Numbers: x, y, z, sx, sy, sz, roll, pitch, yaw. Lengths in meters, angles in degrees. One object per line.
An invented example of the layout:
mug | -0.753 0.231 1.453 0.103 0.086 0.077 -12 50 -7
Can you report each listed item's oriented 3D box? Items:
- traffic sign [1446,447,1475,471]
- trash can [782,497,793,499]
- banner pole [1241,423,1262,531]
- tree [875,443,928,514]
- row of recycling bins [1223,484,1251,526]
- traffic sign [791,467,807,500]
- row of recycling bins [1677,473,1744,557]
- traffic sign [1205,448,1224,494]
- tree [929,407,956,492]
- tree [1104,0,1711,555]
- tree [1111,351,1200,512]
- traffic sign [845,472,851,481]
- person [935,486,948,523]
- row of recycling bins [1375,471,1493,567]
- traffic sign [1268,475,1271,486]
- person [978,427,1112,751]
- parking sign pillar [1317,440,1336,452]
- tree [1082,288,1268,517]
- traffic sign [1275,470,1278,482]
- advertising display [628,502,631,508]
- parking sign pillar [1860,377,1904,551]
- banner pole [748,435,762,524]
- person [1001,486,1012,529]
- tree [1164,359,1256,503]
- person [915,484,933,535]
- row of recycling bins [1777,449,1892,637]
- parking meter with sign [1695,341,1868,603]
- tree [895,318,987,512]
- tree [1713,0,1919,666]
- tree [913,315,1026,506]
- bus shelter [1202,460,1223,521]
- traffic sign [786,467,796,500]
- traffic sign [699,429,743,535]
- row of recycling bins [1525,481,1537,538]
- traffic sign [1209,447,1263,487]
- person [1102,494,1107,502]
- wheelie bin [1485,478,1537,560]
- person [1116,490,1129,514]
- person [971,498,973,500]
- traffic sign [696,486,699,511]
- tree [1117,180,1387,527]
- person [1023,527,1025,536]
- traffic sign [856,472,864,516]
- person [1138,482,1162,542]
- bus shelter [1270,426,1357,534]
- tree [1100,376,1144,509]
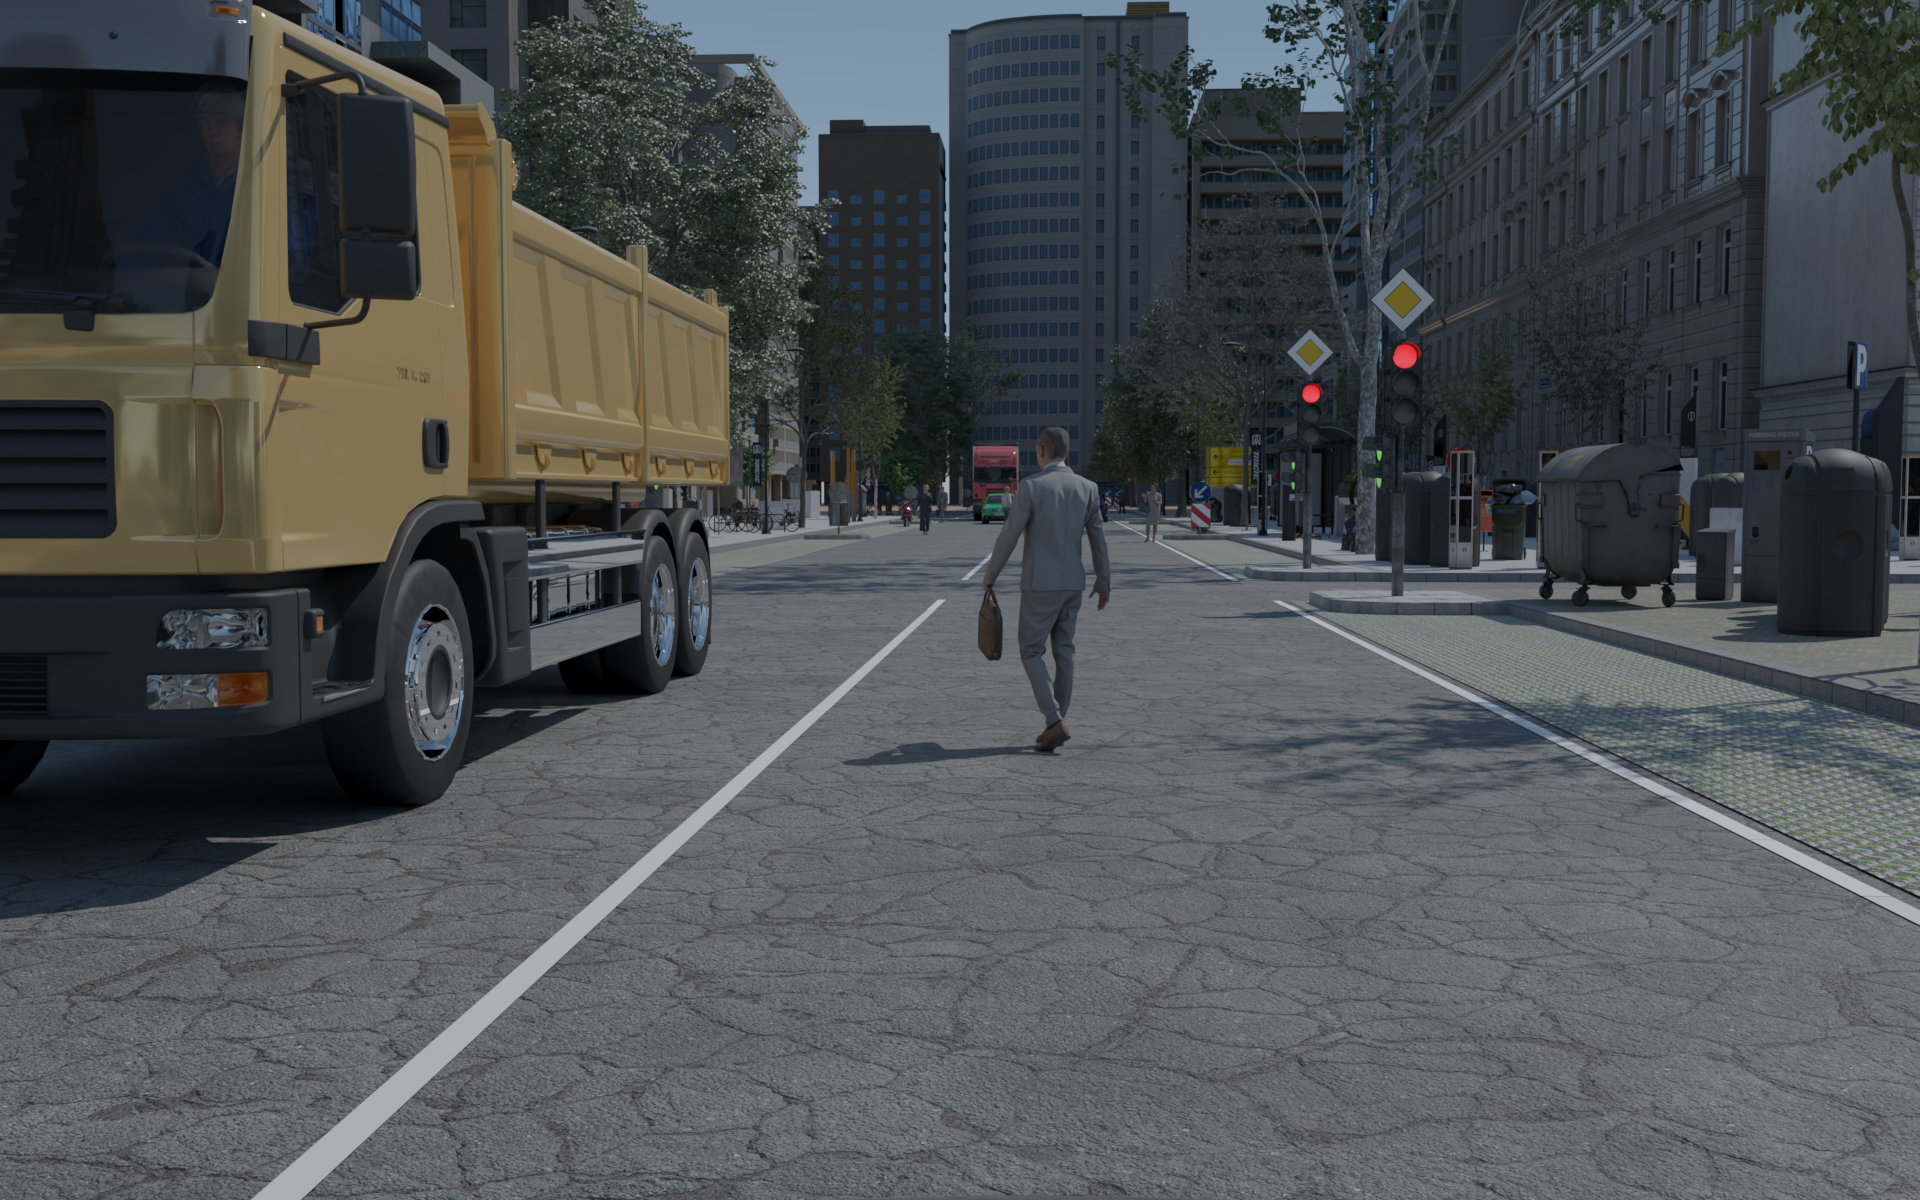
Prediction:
traffic sign | 13.643 -2.885 47.275 0.768 2.556 0.104 1 4 11
trash can | -9.678 -5.247 97.446 0.748 1.137 0.748 0 3 0
banner pole | 10.246 -4.321 60.670 0.401 3.779 0.863 -3 5 -42
tree | -3.750 -7.783 110.961 4.285 4.588 4.351 0 3 0
row of recycling bins | 11.492 -3.968 71.996 1.069 1.692 3.534 1 4 15
traffic sign | -7.525 -4.953 81.083 0.768 2.556 0.104 0 4 5
row of recycling bins | 15.235 -1.683 34.628 1.069 1.692 3.534 1 4 15
traffic sign | 11.855 -5.004 75.686 2.265 3.308 0.079 0 4 6
tree | -1.770 -11.619 140.325 4.737 8.622 4.395 0 3 0
tree | 9.509 -11.109 37.520 12.611 20.169 13.585 0 3 0
tree | 14.310 -12.385 120.616 7.486 12.596 7.792 0 3 0
traffic sign | -6.381 -6.189 101.301 0.768 2.556 0.104 1 4 11
person | -0.920 -4.780 86.756 0.694 1.812 0.767 3 4 36
row of recycling bins | 8.565 -1.519 31.950 1.069 1.692 3.534 0 4 -6
traffic sign | 15.800 -5.351 89.615 0.606 2.300 0.079 0 4 6
person | 0.499 -0.078 9.889 0.709 1.813 0.853 -2 4 -27
parking sign pillar | 17.319 -5.673 81.231 1.447 3.967 1.447 2 4 29
tree | 12.428 -11.003 96.914 9.611 12.733 9.660 0 3 0
traffic sign | 16.072 -5.277 86.392 0.768 2.556 0.104 0 4 4
advertising display | -17.320 -5.213 90.447 0.974 1.923 0.123 0 4 5
parking sign pillar | 21.007 -3.123 39.527 1.447 3.967 1.447 -3 5 -40
banner pole | -8.726 -5.101 73.419 0.863 3.779 0.401 2 4 29
person | 1.759 -3.434 65.312 0.731 1.740 0.598 3 4 38
tree | 12.361 -8.300 86.068 4.737 8.622 4.395 0 3 0
person | -1.245 -3.172 60.784 0.576 1.772 0.534 -2 4 -26
row of recycling bins | 8.621 -0.608 17.052 1.069 1.692 3.534 2 4 26
parking meter with sign | 9.662 -1.480 20.465 1.738 3.016 0.543 3 5 41
tree | -2.699 -13.309 124.258 9.857 13.997 8.962 0 3 0
tree | 7.233 -3.796 12.427 4.737 8.622 4.395 0 3 0
tree | 1.270 -19.887 181.034 12.611 20.169 13.585 0 3 0
bus shelter | 12.506 -5.315 80.816 2.014 3.302 5.546 0 4 3
traffic sign | -7.800 -4.965 81.283 0.768 2.556 0.104 1 4 9
traffic sign | -7.926 -3.716 54.628 2.265 3.308 0.079 1 4 12
row of recycling bins | 17.047 -2.719 51.564 1.069 1.692 3.534 -2 4 -23
traffic sign | 11.838 -4.924 74.375 2.265 3.308 0.079 0 4 4
person | 11.712 -7.929 141.397 1.065 1.426 0.557 -3 5 -43
wheelie bin | 10.754 -1.586 33.841 0.980 1.594 0.693 1 4 22
person | 11.630 -7.053 124.373 0.990 1.755 0.434 3 4 36
person | 1.427 -7.814 136.200 1.348 1.831 0.705 -3 5 -41
traffic sign | -7.902 -3.185 52.174 0.768 2.556 0.104 1 4 11
tree | 11.209 -9.585 67.083 12.009 13.543 11.850 0 3 0
person | 1.833 -2.253 46.337 0.522 1.701 0.512 1 4 16
traffic sign | -5.888 -6.052 99.061 0.768 2.556 0.104 1 4 12
person | 5.643 -2.615 51.614 0.716 1.782 0.532 1 4 19
bus shelter | 11.091 -3.697 54.374 2.014 3.302 5.546 0 4 3
tree | 15.965 -13.873 152.579 9.928 11.665 9.643 0 3 0
